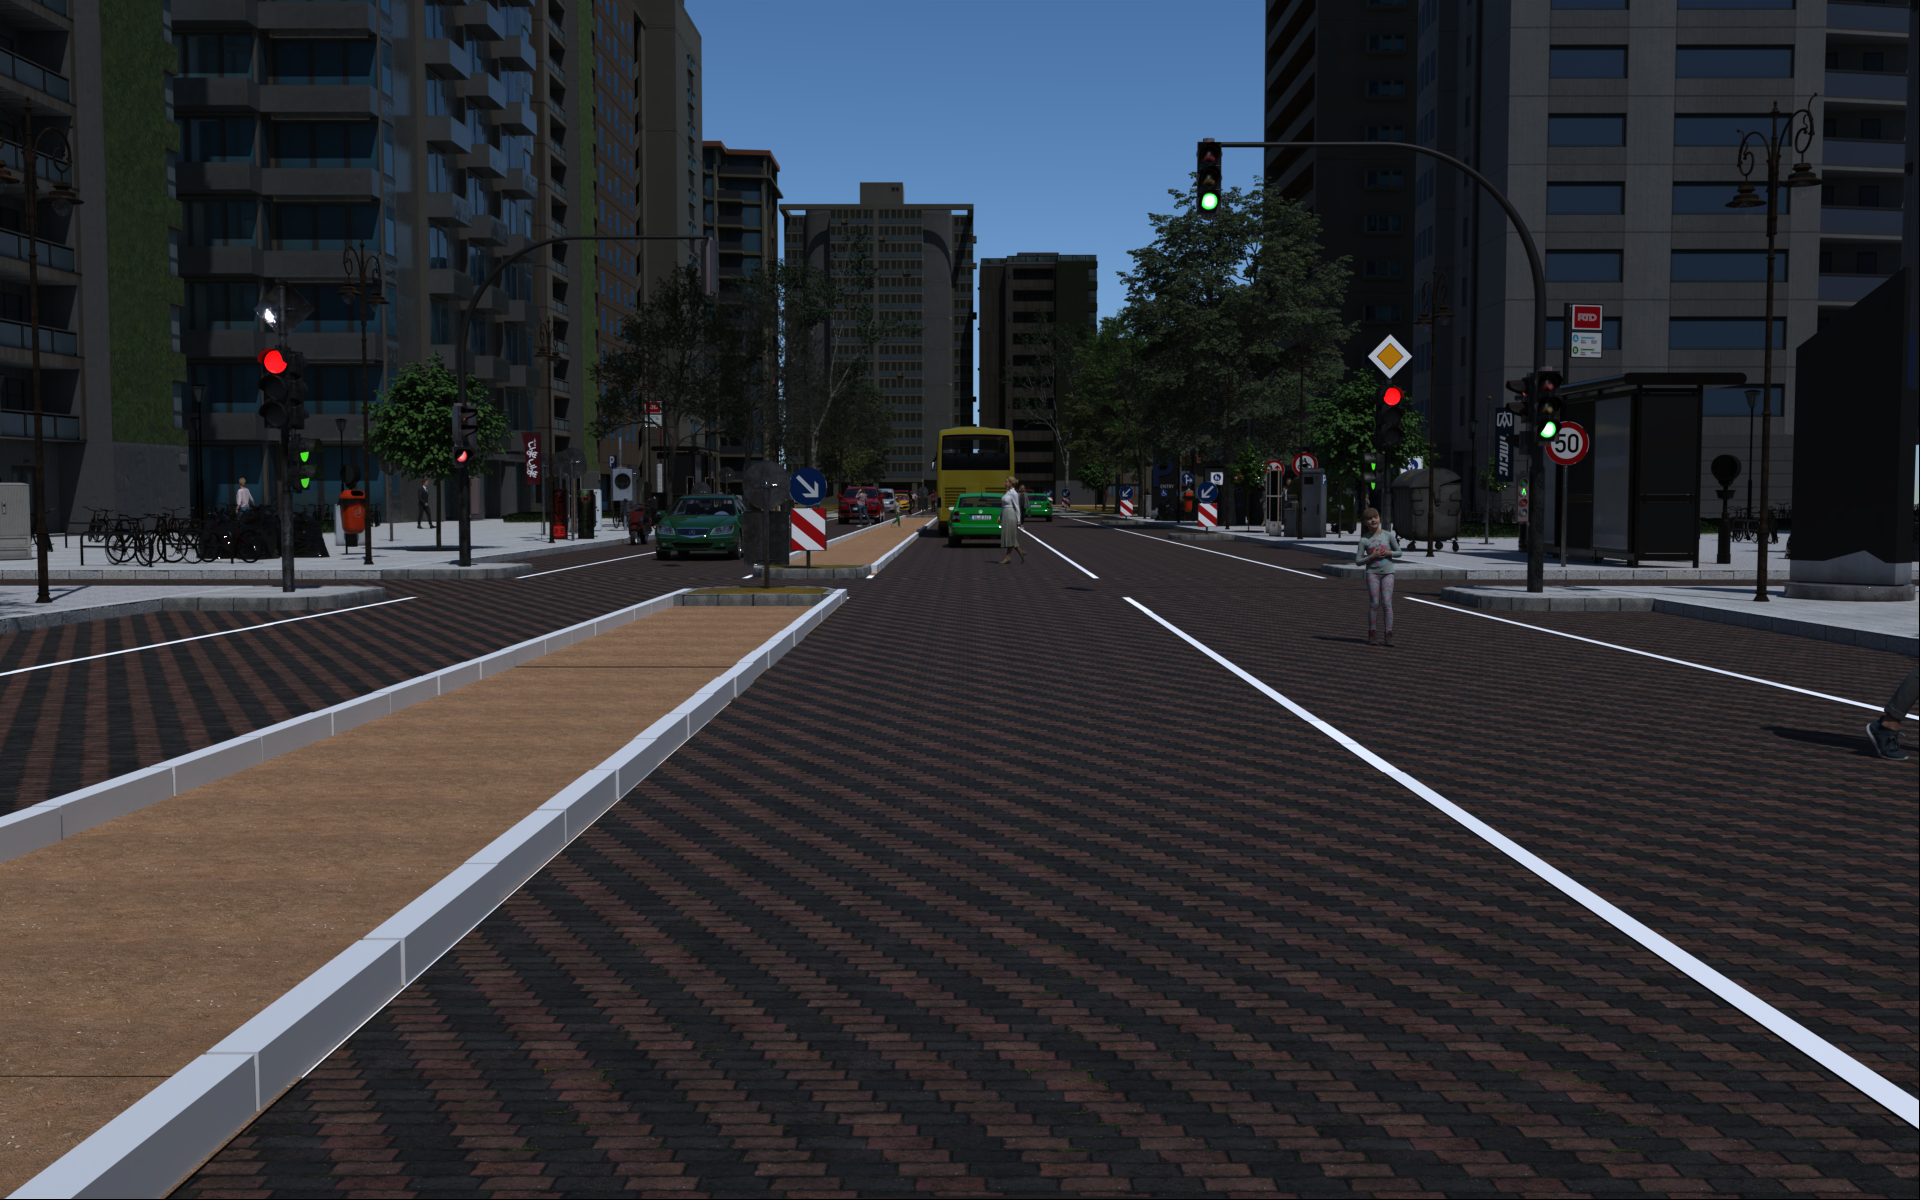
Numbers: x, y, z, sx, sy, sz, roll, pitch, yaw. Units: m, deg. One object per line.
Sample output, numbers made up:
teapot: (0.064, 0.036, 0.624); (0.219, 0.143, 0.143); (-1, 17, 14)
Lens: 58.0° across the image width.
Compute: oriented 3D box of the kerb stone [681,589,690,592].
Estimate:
kerb stone: (-3.690, -0.050, 23.007); (0.120, 0.150, 1.000); (0, 4, 0)

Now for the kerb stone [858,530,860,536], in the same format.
kerb stone: (-3.537, -2.212, 58.391); (0.120, 0.150, 1.000); (0, 4, 0)

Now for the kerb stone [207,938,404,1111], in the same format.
kerb stone: (-1.673, 1.084, 4.490); (0.120, 0.150, 1.000); (0, 4, 0)

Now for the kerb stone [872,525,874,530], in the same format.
kerb stone: (-3.500, -2.717, 66.614); (0.120, 0.150, 1.000); (0, 4, 0)

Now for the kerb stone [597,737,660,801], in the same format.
kerb stone: (-1.649, 0.834, 8.581); (0.120, 0.150, 1.000); (0, 4, 0)

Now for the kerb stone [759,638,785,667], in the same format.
kerb stone: (-1.623, 0.459, 14.719); (0.120, 0.150, 1.000); (0, 4, 0)

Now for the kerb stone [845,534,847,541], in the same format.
kerb stone: (-3.565, -1.830, 52.235); (0.120, 0.150, 1.000); (0, 4, 0)

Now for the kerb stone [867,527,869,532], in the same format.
kerb stone: (-3.511, -2.528, 63.525); (0.120, 0.150, 1.000); (0, 4, 0)

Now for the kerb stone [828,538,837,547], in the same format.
kerb stone: (-3.582, -1.585, 48.137); (0.120, 0.150, 1.000); (0, 4, 0)

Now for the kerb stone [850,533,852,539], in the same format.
kerb stone: (-3.562, -1.957, 54.293); (0.120, 0.150, 1.000); (0, 4, 0)

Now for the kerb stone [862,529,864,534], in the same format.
kerb stone: (-3.526, -2.340, 60.450); (0.120, 0.150, 1.000); (0, 4, 0)

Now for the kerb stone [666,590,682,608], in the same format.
kerb stone: (-3.698, 0.013, 21.978); (0.120, 0.150, 1.000); (0, 4, 0)

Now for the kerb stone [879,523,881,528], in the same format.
kerb stone: (-3.476, -3.029, 71.740); (0.120, 0.150, 1.000); (0, 4, 0)

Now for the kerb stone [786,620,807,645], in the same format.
kerb stone: (-1.609, 0.332, 16.770); (0.120, 0.150, 1.000); (0, 4, 0)

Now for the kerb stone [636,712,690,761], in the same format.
kerb stone: (-1.652, 0.770, 9.603); (0.120, 0.150, 1.000); (0, 4, 0)

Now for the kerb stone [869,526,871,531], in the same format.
kerb stone: (-3.508, -2.589, 64.548); (0.120, 0.150, 1.000); (0, 4, 0)

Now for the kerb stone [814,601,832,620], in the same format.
kerb stone: (-1.600, 0.144, 19.837); (0.120, 0.150, 1.000); (0, 4, 0)

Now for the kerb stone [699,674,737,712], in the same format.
kerb stone: (-1.644, 0.645, 11.648); (0.120, 0.150, 1.000); (0, 4, 0)

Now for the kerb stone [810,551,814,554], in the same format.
kerb stone: (-3.609, -1.148, 40.963); (0.120, 0.150, 1.000); (0, 4, 0)

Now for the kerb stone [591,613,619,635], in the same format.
kerb stone: (-3.707, 0.265, 17.867); (0.120, 0.150, 1.000); (0, 4, 0)

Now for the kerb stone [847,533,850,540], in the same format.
kerb stone: (-3.565, -1.900, 53.262); (0.120, 0.150, 1.000); (0, 4, 0)

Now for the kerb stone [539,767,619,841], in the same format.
kerb stone: (-1.662, 0.895, 7.559); (0.120, 0.150, 1.000); (0, 4, 0)

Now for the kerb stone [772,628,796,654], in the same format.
kerb stone: (-1.624, 0.394, 15.748); (0.120, 0.150, 1.000); (0, 4, 0)

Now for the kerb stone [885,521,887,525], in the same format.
kerb stone: (-3.452, -3.342, 76.866); (0.120, 0.150, 1.000); (0, 4, 0)

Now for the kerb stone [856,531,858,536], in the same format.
kerb stone: (-3.546, -2.148, 57.369); (0.120, 0.150, 1.000); (0, 4, 0)

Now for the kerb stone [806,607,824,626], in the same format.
kerb stone: (-1.610, 0.207, 18.815); (0.120, 0.150, 1.000); (0, 4, 0)

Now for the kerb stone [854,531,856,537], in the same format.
kerb stone: (-3.543, -2.088, 56.337); (0.120, 0.150, 1.000); (0, 4, 0)

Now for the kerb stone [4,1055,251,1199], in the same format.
kerb stone: (-1.677, 1.145, 3.468); (0.120, 0.150, 1.000); (0, 4, 0)

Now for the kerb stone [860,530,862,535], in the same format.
kerb stone: (-3.538, -2.277, 59.418); (0.120, 0.150, 1.000); (0, 4, 0)

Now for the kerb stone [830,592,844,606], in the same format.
kerb stone: (-1.600, 0.028, 21.882); (0.120, 0.150, 1.000); (0, 4, 0)

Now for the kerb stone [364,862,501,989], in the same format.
kerb stone: (-1.664, 1.021, 5.512); (0.120, 0.150, 1.000); (0, 4, 0)

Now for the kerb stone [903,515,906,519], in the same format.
kerb stone: (-3.344, -4.914, 102.536); (0.120, 0.150, 1.000); (0, 4, 0)

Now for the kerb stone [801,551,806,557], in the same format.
kerb stone: (-3.622, -1.022, 38.898); (0.120, 0.150, 1.000); (0, 4, 0)

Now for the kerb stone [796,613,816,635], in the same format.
kerb stone: (-1.613, 0.269, 17.792); (0.120, 0.150, 1.000); (0, 4, 0)

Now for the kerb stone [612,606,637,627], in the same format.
kerb stone: (-3.711, 0.204, 18.895); (0.120, 0.150, 1.000); (0, 4, 0)

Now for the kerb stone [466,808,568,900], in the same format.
kerb stone: (-1.666, 0.960, 6.534); (0.120, 0.150, 1.000); (0, 4, 0)

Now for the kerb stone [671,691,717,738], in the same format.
kerb stone: (-1.640, 0.708, 10.625); (0.120, 0.150, 1.000); (0, 4, 0)

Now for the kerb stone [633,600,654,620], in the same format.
kerb stone: (-3.702, 0.139, 19.916); (0.120, 0.150, 1.000); (0, 4, 0)

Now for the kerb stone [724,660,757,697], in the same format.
kerb stone: (-1.629, 0.584, 12.670); (0.120, 0.150, 1.000); (0, 4, 0)

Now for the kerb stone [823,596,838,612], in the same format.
kerb stone: (-1.601, 0.087, 20.859); (0.120, 0.150, 1.000); (0, 4, 0)

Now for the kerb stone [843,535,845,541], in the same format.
kerb stone: (-3.570, -1.775, 51.212); (0.120, 0.150, 1.000); (0, 4, 0)

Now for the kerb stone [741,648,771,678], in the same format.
kerb stone: (-1.636, 0.520, 13.697); (0.120, 0.150, 1.000); (0, 4, 0)

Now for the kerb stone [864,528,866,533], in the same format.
kerb stone: (-3.527, -2.402, 61.476); (0.120, 0.150, 1.000); (0, 4, 0)

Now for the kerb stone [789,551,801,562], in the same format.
kerb stone: (-3.631, -0.959, 37.876); (0.120, 0.150, 1.000); (0, 4, 0)

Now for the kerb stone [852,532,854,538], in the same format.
kerb stone: (-3.553, -2.023, 55.315); (0.120, 0.150, 1.000); (0, 4, 0)

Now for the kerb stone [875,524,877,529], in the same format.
kerb stone: (-3.490, -2.842, 68.658); (0.120, 0.150, 1.000); (0, 4, 0)

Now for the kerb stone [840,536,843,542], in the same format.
kerb stone: (-3.566, -1.709, 50.184); (0.120, 0.150, 1.000); (0, 4, 0)

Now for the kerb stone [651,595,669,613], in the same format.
kerb stone: (-3.700, 0.076, 20.952); (0.120, 0.150, 1.000); (0, 4, 0)

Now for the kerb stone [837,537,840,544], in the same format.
kerb stone: (-3.574, -1.649, 49.160); (0.120, 0.150, 1.000); (0, 4, 0)
